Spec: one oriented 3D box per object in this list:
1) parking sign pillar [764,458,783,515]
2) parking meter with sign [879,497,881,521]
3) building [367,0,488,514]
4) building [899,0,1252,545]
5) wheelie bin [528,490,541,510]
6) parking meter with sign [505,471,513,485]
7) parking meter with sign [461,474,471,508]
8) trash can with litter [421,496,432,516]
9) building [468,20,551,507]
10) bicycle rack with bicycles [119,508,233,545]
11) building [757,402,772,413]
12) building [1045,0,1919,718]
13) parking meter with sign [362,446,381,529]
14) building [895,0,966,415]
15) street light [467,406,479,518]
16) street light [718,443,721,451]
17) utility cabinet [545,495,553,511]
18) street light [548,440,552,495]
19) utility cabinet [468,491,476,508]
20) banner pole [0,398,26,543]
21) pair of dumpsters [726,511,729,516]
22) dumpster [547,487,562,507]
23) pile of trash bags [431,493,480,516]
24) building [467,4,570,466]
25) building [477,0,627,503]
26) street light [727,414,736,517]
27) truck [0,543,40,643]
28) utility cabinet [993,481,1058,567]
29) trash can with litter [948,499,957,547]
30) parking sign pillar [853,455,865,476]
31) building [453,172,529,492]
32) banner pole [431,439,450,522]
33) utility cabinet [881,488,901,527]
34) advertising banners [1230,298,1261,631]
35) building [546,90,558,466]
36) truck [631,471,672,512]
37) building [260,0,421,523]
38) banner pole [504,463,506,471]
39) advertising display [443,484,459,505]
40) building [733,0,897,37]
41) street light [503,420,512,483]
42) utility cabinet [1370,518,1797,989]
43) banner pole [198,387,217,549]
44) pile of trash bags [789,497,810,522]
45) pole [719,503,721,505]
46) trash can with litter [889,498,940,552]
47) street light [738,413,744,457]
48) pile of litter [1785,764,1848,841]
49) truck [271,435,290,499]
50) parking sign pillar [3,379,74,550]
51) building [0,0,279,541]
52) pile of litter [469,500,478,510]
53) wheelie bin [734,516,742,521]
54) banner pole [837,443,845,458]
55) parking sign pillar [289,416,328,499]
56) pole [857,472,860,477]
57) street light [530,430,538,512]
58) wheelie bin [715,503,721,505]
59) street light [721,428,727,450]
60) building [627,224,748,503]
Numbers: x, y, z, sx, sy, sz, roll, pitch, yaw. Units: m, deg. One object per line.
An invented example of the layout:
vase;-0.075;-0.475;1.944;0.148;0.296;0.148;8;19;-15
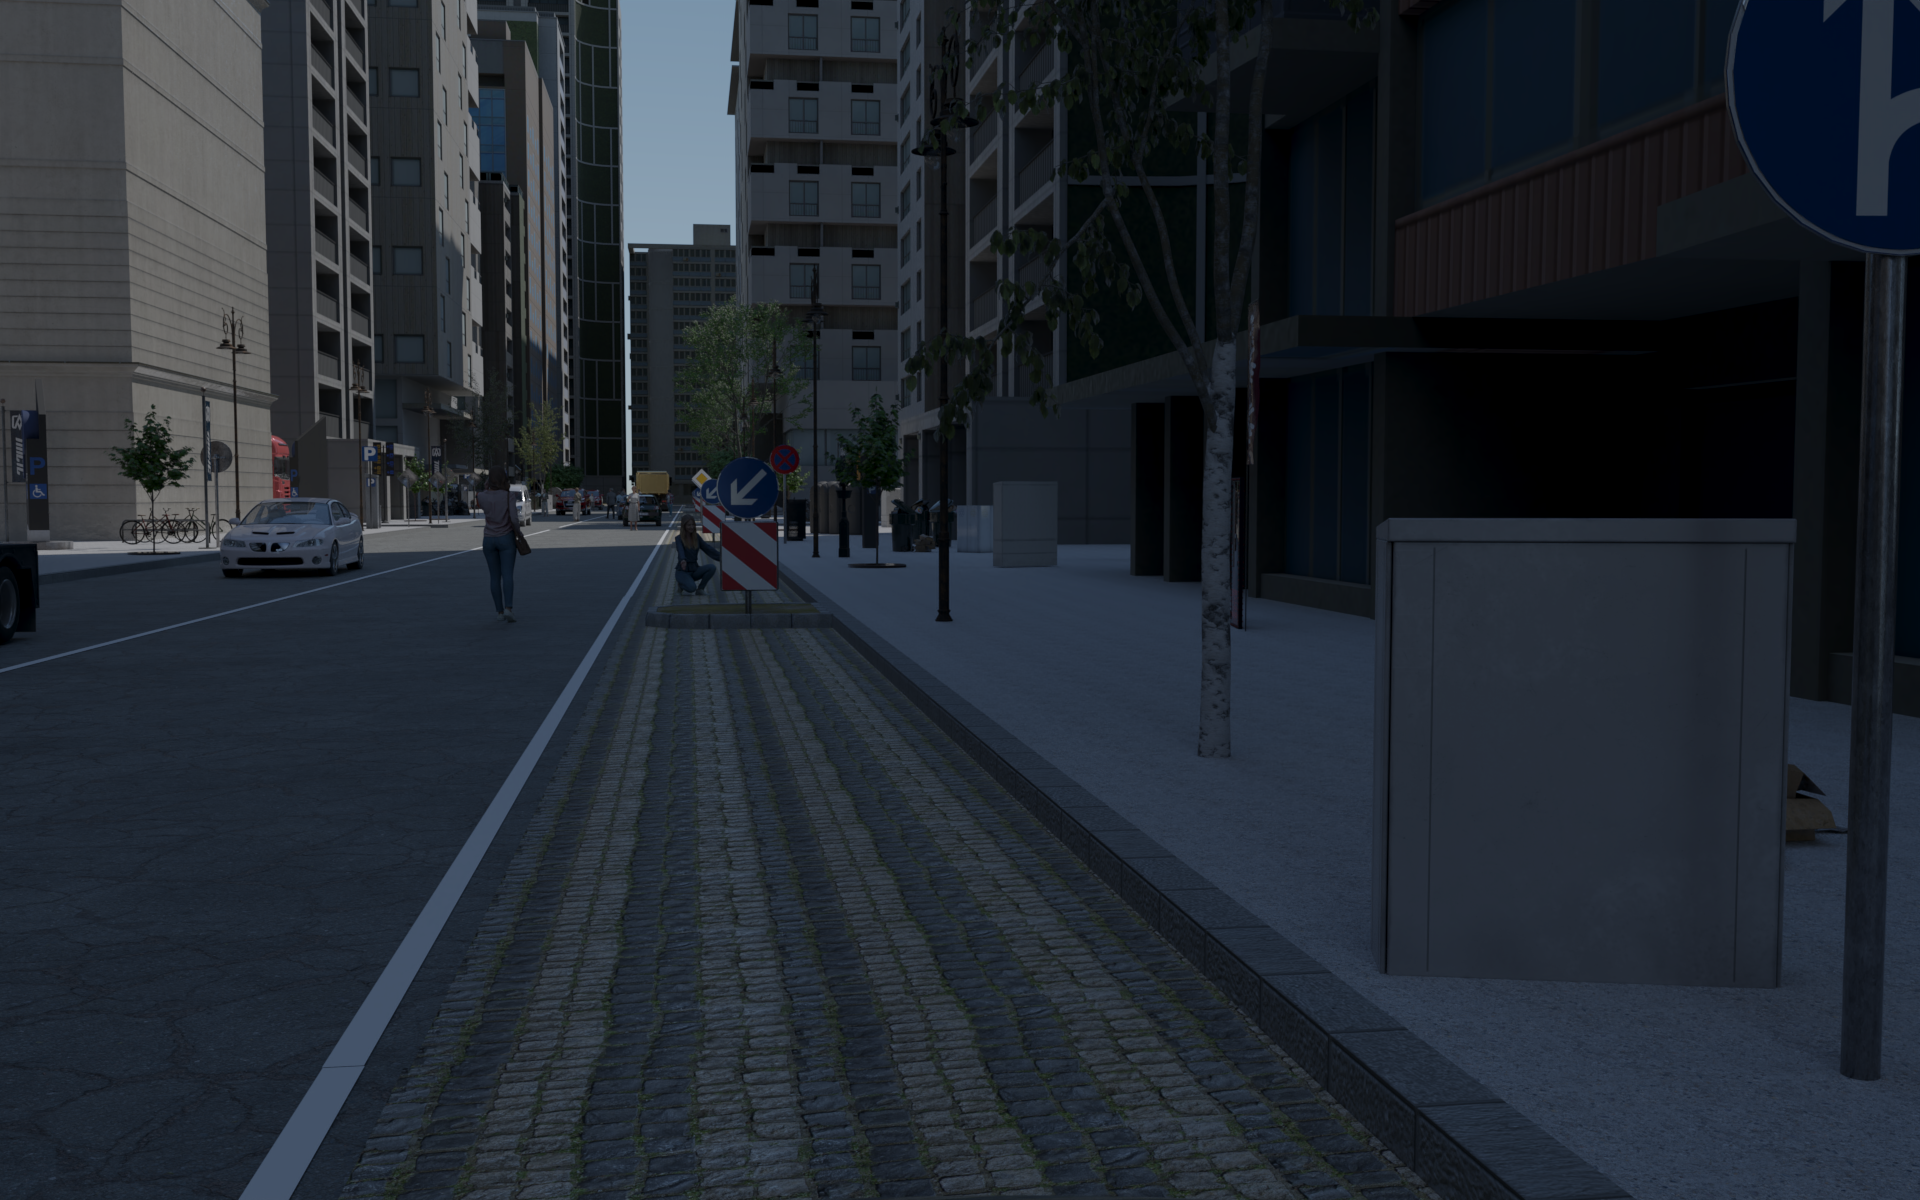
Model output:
parking sign pillar;-11.386;-7.095;104.476;1.447;3.967;1.447;-1;4;-18
parking meter with sign;-4.109;-5.211;81.460;1.738;3.016;0.543;-3;5;-41
building;-47.544;-32.277;116.973;28.713;52.752;27.495;-1;4;-9
building;9.671;-37.257;47.408;20.563;71.187;20.611;-1;4;-9
wheelie bin;-34.414;-8.095;140.267;0.980;1.594;0.693;0;4;-6
parking meter with sign;-33.465;-8.108;128.827;0.543;3.016;1.738;1;4;16
parking meter with sign;-38.748;-8.523;135.613;0.543;3.016;1.738;-2;4;-27
trash can with litter;-30.913;-5.393;99.559;1.055;1.170;0.624;1;4;10
building;-48.276;-31.670;167.915;14.600;45.320;14.200;-1;4;-9
bicycle rack with bicycles;-20.604;-1.956;45.359;2.925;0.926;2.852;-2;4;-34
building;-12.157;-23.943;163.167;14.160;30.474;14.107;-1;4;-9
building;14.132;-22.050;15.150;22.147;44.769;28.867;-1;4;-9
parking meter with sign;-21.710;-4.145;64.027;0.543;3.016;1.738;-1;4;-13
building;4.391;-19.470;90.034;14.107;30.474;14.160;-1;4;-9
street light;-25.699;-7.261;91.505;0.468;5.910;1.993;-1;4;-9
street light;-18.156;-9.785;132.773;0.468;5.910;1.993;-1;4;-9
utility cabinet;-32.104;-7.570;134.927;0.306;1.237;1.020;1;4;14
street light;-33.565;-10.353;142.058;0.468;5.910;1.993;-1;4;-9
utility cabinet;-40.687;-8.272;143.931;1.173;1.500;0.318;3;4;36
banner pole;-24.842;-3.394;45.516;0.863;3.779;0.401;-1;4;-14
pair of dumpsters;-13.527;-6.175;103.447;1.574;2.255;4.437;-1;4;-9
dumpster;-34.394;-8.647;147.141;1.264;1.857;1.865;-1;4;-9
pile of trash bags;-29.976;-5.742;103.642;1.912;1.369;3.447;3;5;44
building;-61.681;-40.697;207.390;28.212;58.520;21.231;-1;4;-9
building;-57.850;-49.202;242.711;20.611;71.187;20.563;-1;4;-9
street light;-12.873;-7.709;98.823;0.468;5.910;1.993;-1;4;-9
truck;-8.712;-1.102;7.779;2.967;4.110;18.799;-1;4;-10
utility cabinet;1.144;-1.332;30.460;1.173;1.500;0.318;-2;4;-32
trash can with litter;-0.558;-1.847;41.586;0.624;1.170;1.055;3;5;42
parking sign pillar;-6.169;-7.296;107.763;1.447;3.967;1.447;2;4;25
building;-46.424;-23.389;154.104;14.160;30.474;14.107;-1;4;-9
banner pole;-23.679;-5.439;78.946;0.863;3.779;0.401;0;3;0
utility cabinet;-2.473;-3.509;66.043;0.318;1.500;1.173;3;5;43
advertising banners;2.661;-1.248;16.597;0.090;3.025;2.074;0;3;0
building;-50.141;-32.544;182.207;14.600;45.320;14.200;-1;4;-9
truck;-25.791;-9.128;145.161;3.469;3.379;9.791;-1;4;-11
building;-37.874;-39.453;83.307;20.563;71.187;20.611;-1;4;-9
banner pole;-36.351;-9.085;138.549;0.401;3.779;0.863;-1;4;-19
advertising display;-31.420;-6.219;106.888;0.974;1.923;0.123;0;4;3
building;-9.448;-36.384;184.123;28.713;52.752;27.495;-1;4;-9
street light;-28.198;-8.274;108.068;0.468;5.910;1.993;-1;4;-9
utility cabinet;1.646;0.398;4.662;1.020;1.237;0.306;0;4;8
banner pole;-17.716;-3.105;40.788;0.401;3.779;0.863;-1;4;-11
pile of trash bags;-6.719;-4.324;80.447;1.912;1.369;3.447;-2;4;-33
pole;-18.770;-8.647;135.220;0.158;3.312;0.155;0;3;0
trash can with litter;-1.044;-1.654;38.429;1.055;1.170;0.624;2;4;24
street light;-10.139;-6.642;81.378;0.468;5.910;1.993;-1;4;-9
pile of litter;2.674;0.460;6.441;1.719;0.858;1.176;-1;4;-10
truck;-31.638;-4.843;68.104;11.283;4.237;2.839;-1;4;-9
parking sign pillar;-21.318;-3.149;39.957;1.447;3.967;1.447;-2;4;-30
building;-44.908;-16.792;50.969;44.131;29.872;17.030;-1;4;-9
pile of litter;-40.021;-7.803;141.537;1.176;0.858;1.719;3;5;42
wheelie bin;-9.861;-4.299;78.191;0.980;1.594;0.693;0;4;-6
banner pole;-5.312;-5.338;77.292;0.401;3.779;0.863;-2;4;-34
parking sign pillar;-22.384;-4.345;59.512;1.447;3.967;1.447;2;4;26
pole;-4.669;-5.254;79.751;0.158;3.312;0.155;0;3;0
street light;-30.818;-9.328;125.295;0.468;5.910;1.993;-1;4;-9
wheelie bin;-20.022;-8.272;143.150;0.693;1.594;0.980;1;4;16
street light;-15.547;-8.739;115.664;0.468;5.910;1.993;-1;4;-9
building;-36.032;-34.269;252.182;23.993;40.220;32.217;-1;4;-9
